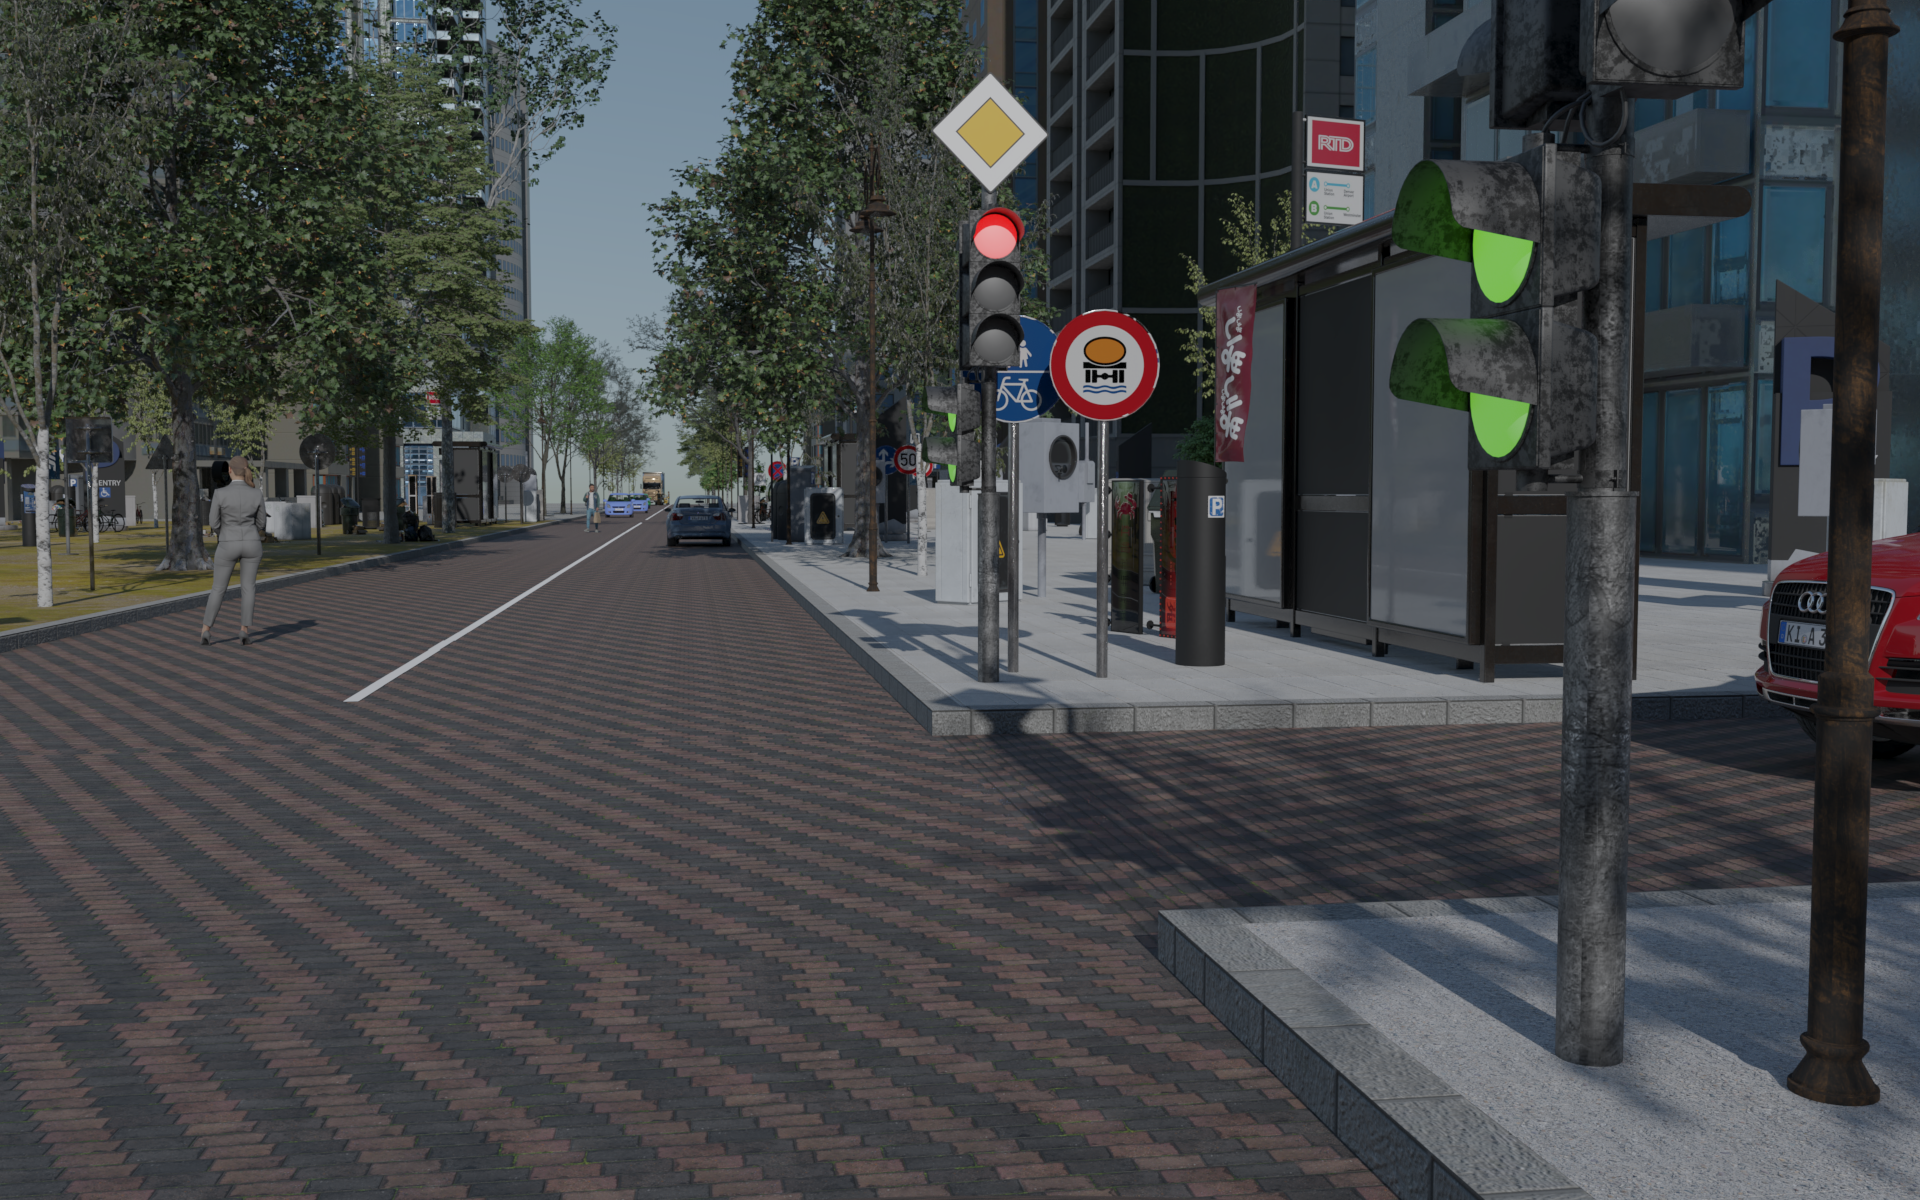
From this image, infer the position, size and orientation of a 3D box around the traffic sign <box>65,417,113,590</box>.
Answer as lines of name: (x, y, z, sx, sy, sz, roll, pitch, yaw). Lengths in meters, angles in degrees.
traffic sign: (-11.537, -1.275, 22.975, 0.606, 2.300, 0.079, 0, 4, -1)

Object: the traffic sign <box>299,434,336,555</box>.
traffic sign: (-13.519, -2.223, 36.454, 0.768, 2.556, 0.104, 0, 4, 0)

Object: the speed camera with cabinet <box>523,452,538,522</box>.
speed camera with cabinet: (-19.811, -5.234, 79.907, 0.660, 3.252, 2.038, -1, 4, -12)

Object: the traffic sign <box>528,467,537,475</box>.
traffic sign: (-20.497, -5.031, 82.355, 0.768, 2.556, 0.104, 0, 4, -8)

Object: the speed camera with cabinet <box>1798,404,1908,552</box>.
speed camera with cabinet: (9.500, -1.471, 18.388, 0.660, 3.252, 2.038, 3, 5, 42)

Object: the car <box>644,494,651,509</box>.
car: (-31.314, -9.867, 170.126, 1.959, 1.807, 4.718, -1, 4, -11)

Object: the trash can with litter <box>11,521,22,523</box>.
trash can with litter: (-40.860, -3.992, 76.330, 1.678, 1.210, 2.233, -1, 4, -19)

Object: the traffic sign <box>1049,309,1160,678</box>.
traffic sign: (0.993, -0.730, 12.037, 0.768, 2.556, 0.104, 0, 4, -5)

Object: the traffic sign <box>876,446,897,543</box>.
traffic sign: (-1.947, -2.777, 45.513, 0.768, 2.556, 0.104, -1, 4, -9)

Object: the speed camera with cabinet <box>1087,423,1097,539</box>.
speed camera with cabinet: (3.715, -3.330, 48.775, 0.660, 3.252, 2.038, 2, 4, 31)

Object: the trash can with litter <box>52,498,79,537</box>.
trash can with litter: (-26.840, -2.484, 51.995, 0.624, 1.170, 1.055, -1, 4, -19)

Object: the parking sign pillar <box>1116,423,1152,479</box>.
parking sign pillar: (6.565, -4.712, 65.518, 1.447, 3.967, 1.447, -1, 4, -11)

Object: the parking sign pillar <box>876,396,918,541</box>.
parking sign pillar: (-2.147, -3.613, 47.546, 1.447, 3.967, 1.447, -2, 4, -24)

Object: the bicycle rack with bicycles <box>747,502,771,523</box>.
bicycle rack with bicycles: (-8.357, -3.892, 77.012, 2.852, 0.926, 2.925, 3, 5, 39)

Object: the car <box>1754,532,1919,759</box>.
car: (6.736, -0.014, 8.908, 5.304, 1.827, 2.281, -1, 4, -10)

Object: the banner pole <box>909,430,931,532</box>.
banner pole: (-1.393, -4.228, 59.137, 0.863, 3.779, 0.401, 2, 4, 30)

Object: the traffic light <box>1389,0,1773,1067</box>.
traffic light: (1.415, -0.912, 3.833, 0.839, 4.253, 0.868, -1, 4, -9)

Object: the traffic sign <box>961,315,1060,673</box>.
traffic sign: (0.384, -0.752, 12.402, 0.768, 2.556, 0.104, 0, 4, -3)

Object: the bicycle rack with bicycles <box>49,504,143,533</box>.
bicycle rack with bicycles: (-29.036, -2.681, 57.223, 2.852, 0.926, 2.925, 2, 4, 35)

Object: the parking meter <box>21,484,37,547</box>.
parking meter: (-22.700, -2.071, 42.280, 0.372, 1.533, 0.369, 0, 3, 0)

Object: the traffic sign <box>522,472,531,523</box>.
traffic sign: (-19.443, -4.697, 76.909, 0.768, 2.556, 0.104, 0, 4, 0)

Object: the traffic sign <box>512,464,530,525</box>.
traffic sign: (-18.450, -4.444, 72.770, 0.768, 2.556, 0.104, 0, 4, 1)

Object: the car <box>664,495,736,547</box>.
car: (-7.304, -2.240, 48.624, 2.014, 1.417, 4.499, 0, 4, -7)

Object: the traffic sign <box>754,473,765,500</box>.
traffic sign: (-9.730, -5.016, 84.145, 0.606, 2.300, 0.079, 0, 4, 1)

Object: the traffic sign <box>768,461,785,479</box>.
traffic sign: (-7.010, -4.072, 66.683, 0.768, 2.556, 0.104, 0, 4, -6)

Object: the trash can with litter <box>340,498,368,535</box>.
trash can with litter: (-19.182, -2.665, 54.966, 1.055, 1.170, 0.624, 3, 4, 36)

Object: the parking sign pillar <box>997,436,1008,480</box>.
parking sign pillar: (1.776, -4.711, 65.497, 1.447, 3.967, 1.447, 2, 4, 34)

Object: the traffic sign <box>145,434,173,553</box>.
traffic sign: (-17.141, -2.287, 37.391, 0.884, 2.594, 0.081, 0, 4, 0)

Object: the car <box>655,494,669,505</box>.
car: (-40.022, -13.586, 232.353, 2.015, 1.641, 3.980, 0, 4, -7)

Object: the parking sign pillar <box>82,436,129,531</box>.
parking sign pillar: (-29.761, -4.387, 60.205, 1.447, 3.967, 1.447, -2, 4, -28)

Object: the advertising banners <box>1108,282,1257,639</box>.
advertising banners: (1.913, -1.167, 15.275, 0.090, 3.025, 2.074, -2, 4, -31)

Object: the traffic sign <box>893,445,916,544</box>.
traffic sign: (-1.334, -2.734, 44.799, 0.768, 2.556, 0.104, 0, 4, -2)

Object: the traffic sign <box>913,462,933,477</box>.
traffic sign: (-1.216, -3.294, 53.970, 0.768, 2.556, 0.104, 0, 4, -3)

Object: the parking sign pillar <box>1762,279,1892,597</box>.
parking sign pillar: (10.810, -2.021, 21.518, 1.447, 3.967, 1.447, 1, 4, 20)

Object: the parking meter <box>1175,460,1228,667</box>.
parking meter: (1.809, -0.281, 13.000, 0.372, 1.533, 0.369, 0, 3, 0)

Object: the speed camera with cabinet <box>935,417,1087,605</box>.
speed camera with cabinet: (0.591, -1.614, 20.722, 0.660, 3.252, 2.038, 3, 5, 42)

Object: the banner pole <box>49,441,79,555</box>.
banner pole: (-18.870, -2.825, 36.208, 0.401, 3.779, 0.863, 1, 4, 15)

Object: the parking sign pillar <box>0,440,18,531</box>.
parking sign pillar: (-34.091, -4.440, 61.066, 1.447, 3.967, 1.447, -3, 5, -41)

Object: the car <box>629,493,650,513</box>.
car: (-24.276, -7.368, 130.064, 1.945, 1.707, 3.694, -1, 4, -10)

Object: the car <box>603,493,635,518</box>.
car: (-20.911, -5.917, 106.327, 1.945, 1.707, 3.694, -1, 4, -10)

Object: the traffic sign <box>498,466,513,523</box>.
traffic sign: (-20.360, -4.740, 77.604, 0.768, 2.556, 0.104, 0, 4, -1)

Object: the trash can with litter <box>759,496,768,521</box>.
trash can with litter: (-9.618, -4.314, 81.915, 1.055, 1.170, 0.624, 0, 4, -8)

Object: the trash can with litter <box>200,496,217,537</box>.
trash can with litter: (-22.820, -2.485, 51.689, 1.678, 1.210, 2.233, 1, 4, 10)

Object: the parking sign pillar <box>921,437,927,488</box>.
parking sign pillar: (-2.160, -5.519, 78.700, 1.447, 3.967, 1.447, 1, 4, 21)

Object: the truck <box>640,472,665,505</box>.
truck: (-39.196, -14.220, 221.411, 2.839, 4.237, 11.283, 0, 4, -8)

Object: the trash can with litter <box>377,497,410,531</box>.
trash can with litter: (-19.608, -2.965, 59.869, 0.624, 1.170, 1.055, 2, 4, 27)

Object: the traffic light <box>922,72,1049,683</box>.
traffic light: (0.176, -1.395, 11.721, 0.839, 4.253, 0.868, -1, 4, -9)

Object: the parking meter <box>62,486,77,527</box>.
parking meter: (-27.209, -2.722, 52.915, 0.372, 1.533, 0.369, 0, 3, 0)
